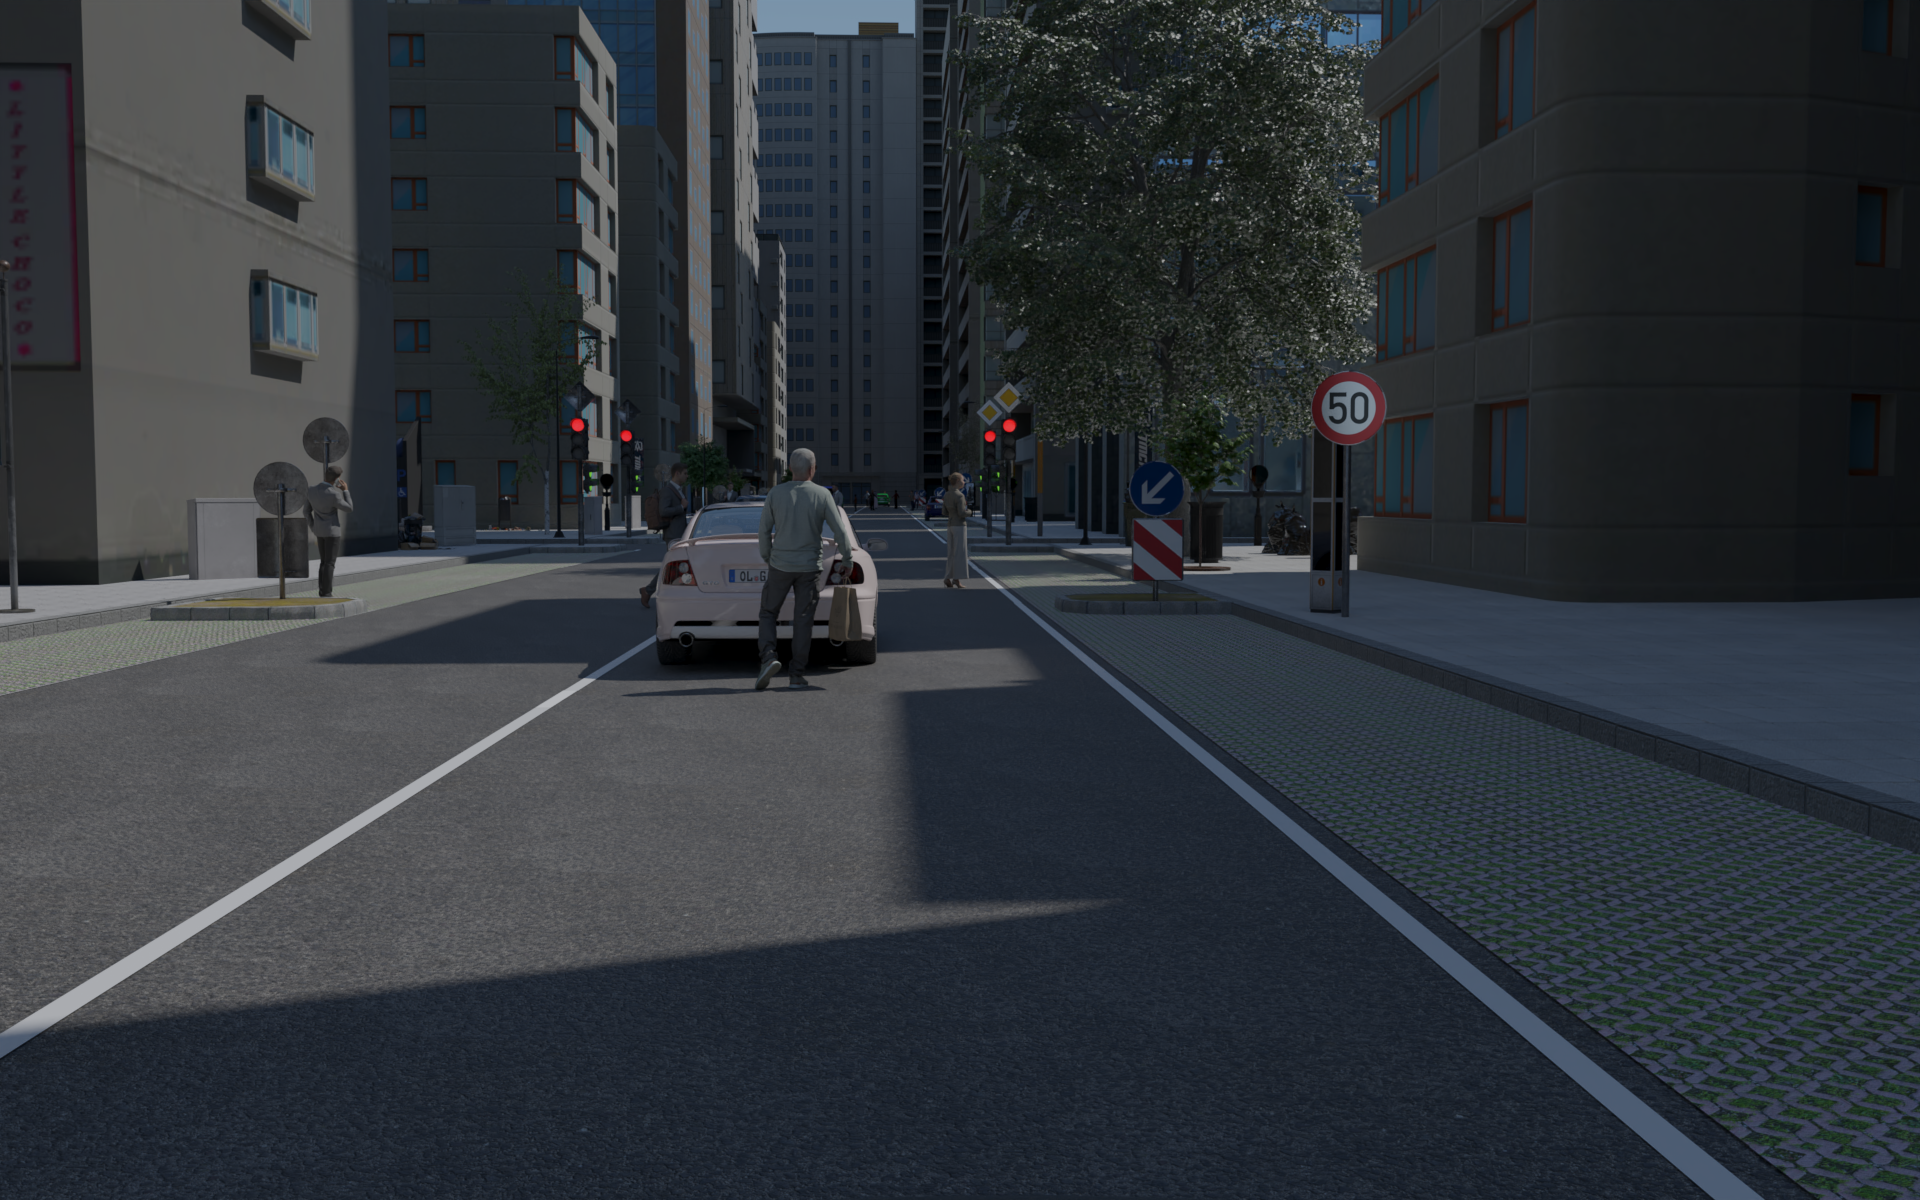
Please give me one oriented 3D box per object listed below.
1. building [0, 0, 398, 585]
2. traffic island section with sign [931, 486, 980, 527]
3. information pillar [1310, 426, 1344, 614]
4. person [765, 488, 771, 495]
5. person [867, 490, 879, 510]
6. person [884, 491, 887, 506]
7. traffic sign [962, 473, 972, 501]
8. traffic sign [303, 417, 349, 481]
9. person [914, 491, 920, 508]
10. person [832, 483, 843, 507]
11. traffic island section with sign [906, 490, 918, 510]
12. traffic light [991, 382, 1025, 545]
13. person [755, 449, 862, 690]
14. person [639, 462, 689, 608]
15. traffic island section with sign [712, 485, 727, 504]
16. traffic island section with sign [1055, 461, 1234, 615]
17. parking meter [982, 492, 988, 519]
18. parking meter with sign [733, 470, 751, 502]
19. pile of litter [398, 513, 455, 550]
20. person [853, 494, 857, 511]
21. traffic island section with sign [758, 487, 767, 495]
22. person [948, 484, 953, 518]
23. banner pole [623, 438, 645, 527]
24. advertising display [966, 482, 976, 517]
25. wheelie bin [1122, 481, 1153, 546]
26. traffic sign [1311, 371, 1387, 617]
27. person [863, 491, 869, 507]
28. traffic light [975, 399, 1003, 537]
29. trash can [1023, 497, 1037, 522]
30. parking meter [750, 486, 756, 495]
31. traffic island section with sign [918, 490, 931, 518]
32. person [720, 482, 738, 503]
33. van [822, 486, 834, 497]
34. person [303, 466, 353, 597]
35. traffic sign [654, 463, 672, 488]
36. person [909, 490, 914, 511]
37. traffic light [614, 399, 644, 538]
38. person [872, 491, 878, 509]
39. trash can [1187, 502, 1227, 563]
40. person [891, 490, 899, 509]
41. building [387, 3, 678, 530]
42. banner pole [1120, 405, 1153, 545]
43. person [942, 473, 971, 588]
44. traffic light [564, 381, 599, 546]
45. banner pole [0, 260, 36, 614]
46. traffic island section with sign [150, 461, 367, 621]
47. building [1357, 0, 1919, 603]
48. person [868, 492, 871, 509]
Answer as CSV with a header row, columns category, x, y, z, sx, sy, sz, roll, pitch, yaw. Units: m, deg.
category,x,y,z,sx,sy,sz,roll,pitch,yaw
building,-22.800,-24.654,26.800,21.600,48.544,21.300,0,4,-2
traffic island section with sign,-0.141,-4.127,76.111,1.989,1.847,2.006,0,4,-2
information pillar,3.994,-0.869,18.707,0.304,2.012,0.304,-3,5,-45
person,-10.896,-5.691,101.772,1.509,1.804,0.699,2,4,31
person,-7.615,-8.722,151.233,1.348,1.807,0.705,-3,5,-45
person,-8.805,-11.801,201.998,0.434,1.755,0.990,2,4,25
traffic sign,0.339,-6.357,104.034,0.768,2.556,0.104,0,4,-2
traffic sign,-10.503,-1.749,28.704,0.768,2.556,0.104,0,4,-1
person,-4.102,-9.442,163.818,0.756,1.711,0.436,3,4,38
person,-3.930,-2.864,55.606,0.850,1.792,0.678,-2,4,-31
traffic island section with sign,-4.613,-10.503,180.356,1.989,1.847,2.006,0,4,-2
traffic light,1.199,-3.335,43.441,0.839,4.253,0.868,0,4,-2
person,-1.114,-0.231,12.766,0.782,1.767,0.515,0,4,-2
person,-3.628,-0.821,21.884,0.822,1.834,0.622,0,4,-4
traffic island section with sign,-10.546,-4.140,76.324,1.989,1.847,2.006,0,4,-2
traffic island section with sign,2.202,-0.778,21.350,1.989,1.847,2.006,0,4,-2
parking meter,1.323,-4.983,89.875,0.372,1.533,0.369,0,3,0
parking meter with sign,-15.404,-7.848,124.574,1.738,3.016,0.543,0,4,2
pile of litter,-12.565,-1.591,39.985,1.719,0.858,1.176,0,4,-5
person,-8.685,-8.065,143.616,0.557,1.426,1.065,1,4,9
traffic island section with sign,-11.716,-5.819,103.771,1.989,1.847,2.006,0,4,-2
person,-0.220,-3.574,67.155,0.699,1.804,1.509,1,4,16
banner pole,-12.850,-4.784,68.238,0.863,3.779,0.401,-1,4,-10
advertising display,0.595,-5.569,96.264,0.123,1.923,0.974,-2,4,-28
wheelie bin,4.408,-2.112,42.437,0.980,1.594,0.693,2,4,26
traffic sign,4.019,-1.093,17.984,0.768,2.556,0.104,0,4,7
person,-10.637,-11.610,198.305,0.705,1.826,1.348,-3,5,-45
traffic light,0.857,-3.823,51.419,0.839,4.253,0.868,0,4,-2
trash can,3.283,-4.170,79.832,0.748,1.137,0.748,0,3,0
parking meter,-14.595,-7.113,122.004,0.399,1.863,0.255,2,4,26
traffic island section with sign,-1.307,-5.775,103.041,1.989,1.847,2.006,0,4,-2
person,-7.657,-3.001,57.536,0.622,1.834,0.822,-1,4,-12
van,-10.465,-7.860,132.900,2.240,2.365,5.245,0,4,-4
person,-8.305,-0.862,22.781,0.592,1.802,0.473,3,4,38
traffic sign,-12.367,-4.404,72.109,0.768,2.556,0.104,0,4,-1
person,-4.210,-8.452,147.219,0.750,1.759,0.617,2,4,32
traffic light,-9.743,-3.794,50.951,0.839,4.253,0.868,0,4,-2
person,-8.130,-9.590,165.962,0.621,1.740,0.551,2,4,33
trash can,4.602,-1.265,32.333,0.748,1.137,0.748,0,3,0
person,-6.229,-9.726,167.478,0.705,1.831,1.348,2,4,35
building,-27.883,-14.092,75.448,27.650,21.520,28.899,0,4,-2
banner pole,4.505,-3.308,44.098,0.863,3.779,0.401,0,4,-1
person,-0.021,-1.061,26.397,0.362,1.759,0.519,-2,4,-34
traffic light,-9.402,-3.306,42.973,0.839,4.253,0.868,0,4,-2
banner pole,-10.246,-1.738,18.427,0.401,3.779,0.863,0,4,0
traffic island section with sign,-8.148,-0.721,20.417,1.989,1.847,2.006,0,4,-2
building,21.154,-10.387,14.873,27.650,21.520,28.899,0,4,-2
person,-8.958,-9.882,171.546,0.415,1.643,0.593,-3,5,-40
